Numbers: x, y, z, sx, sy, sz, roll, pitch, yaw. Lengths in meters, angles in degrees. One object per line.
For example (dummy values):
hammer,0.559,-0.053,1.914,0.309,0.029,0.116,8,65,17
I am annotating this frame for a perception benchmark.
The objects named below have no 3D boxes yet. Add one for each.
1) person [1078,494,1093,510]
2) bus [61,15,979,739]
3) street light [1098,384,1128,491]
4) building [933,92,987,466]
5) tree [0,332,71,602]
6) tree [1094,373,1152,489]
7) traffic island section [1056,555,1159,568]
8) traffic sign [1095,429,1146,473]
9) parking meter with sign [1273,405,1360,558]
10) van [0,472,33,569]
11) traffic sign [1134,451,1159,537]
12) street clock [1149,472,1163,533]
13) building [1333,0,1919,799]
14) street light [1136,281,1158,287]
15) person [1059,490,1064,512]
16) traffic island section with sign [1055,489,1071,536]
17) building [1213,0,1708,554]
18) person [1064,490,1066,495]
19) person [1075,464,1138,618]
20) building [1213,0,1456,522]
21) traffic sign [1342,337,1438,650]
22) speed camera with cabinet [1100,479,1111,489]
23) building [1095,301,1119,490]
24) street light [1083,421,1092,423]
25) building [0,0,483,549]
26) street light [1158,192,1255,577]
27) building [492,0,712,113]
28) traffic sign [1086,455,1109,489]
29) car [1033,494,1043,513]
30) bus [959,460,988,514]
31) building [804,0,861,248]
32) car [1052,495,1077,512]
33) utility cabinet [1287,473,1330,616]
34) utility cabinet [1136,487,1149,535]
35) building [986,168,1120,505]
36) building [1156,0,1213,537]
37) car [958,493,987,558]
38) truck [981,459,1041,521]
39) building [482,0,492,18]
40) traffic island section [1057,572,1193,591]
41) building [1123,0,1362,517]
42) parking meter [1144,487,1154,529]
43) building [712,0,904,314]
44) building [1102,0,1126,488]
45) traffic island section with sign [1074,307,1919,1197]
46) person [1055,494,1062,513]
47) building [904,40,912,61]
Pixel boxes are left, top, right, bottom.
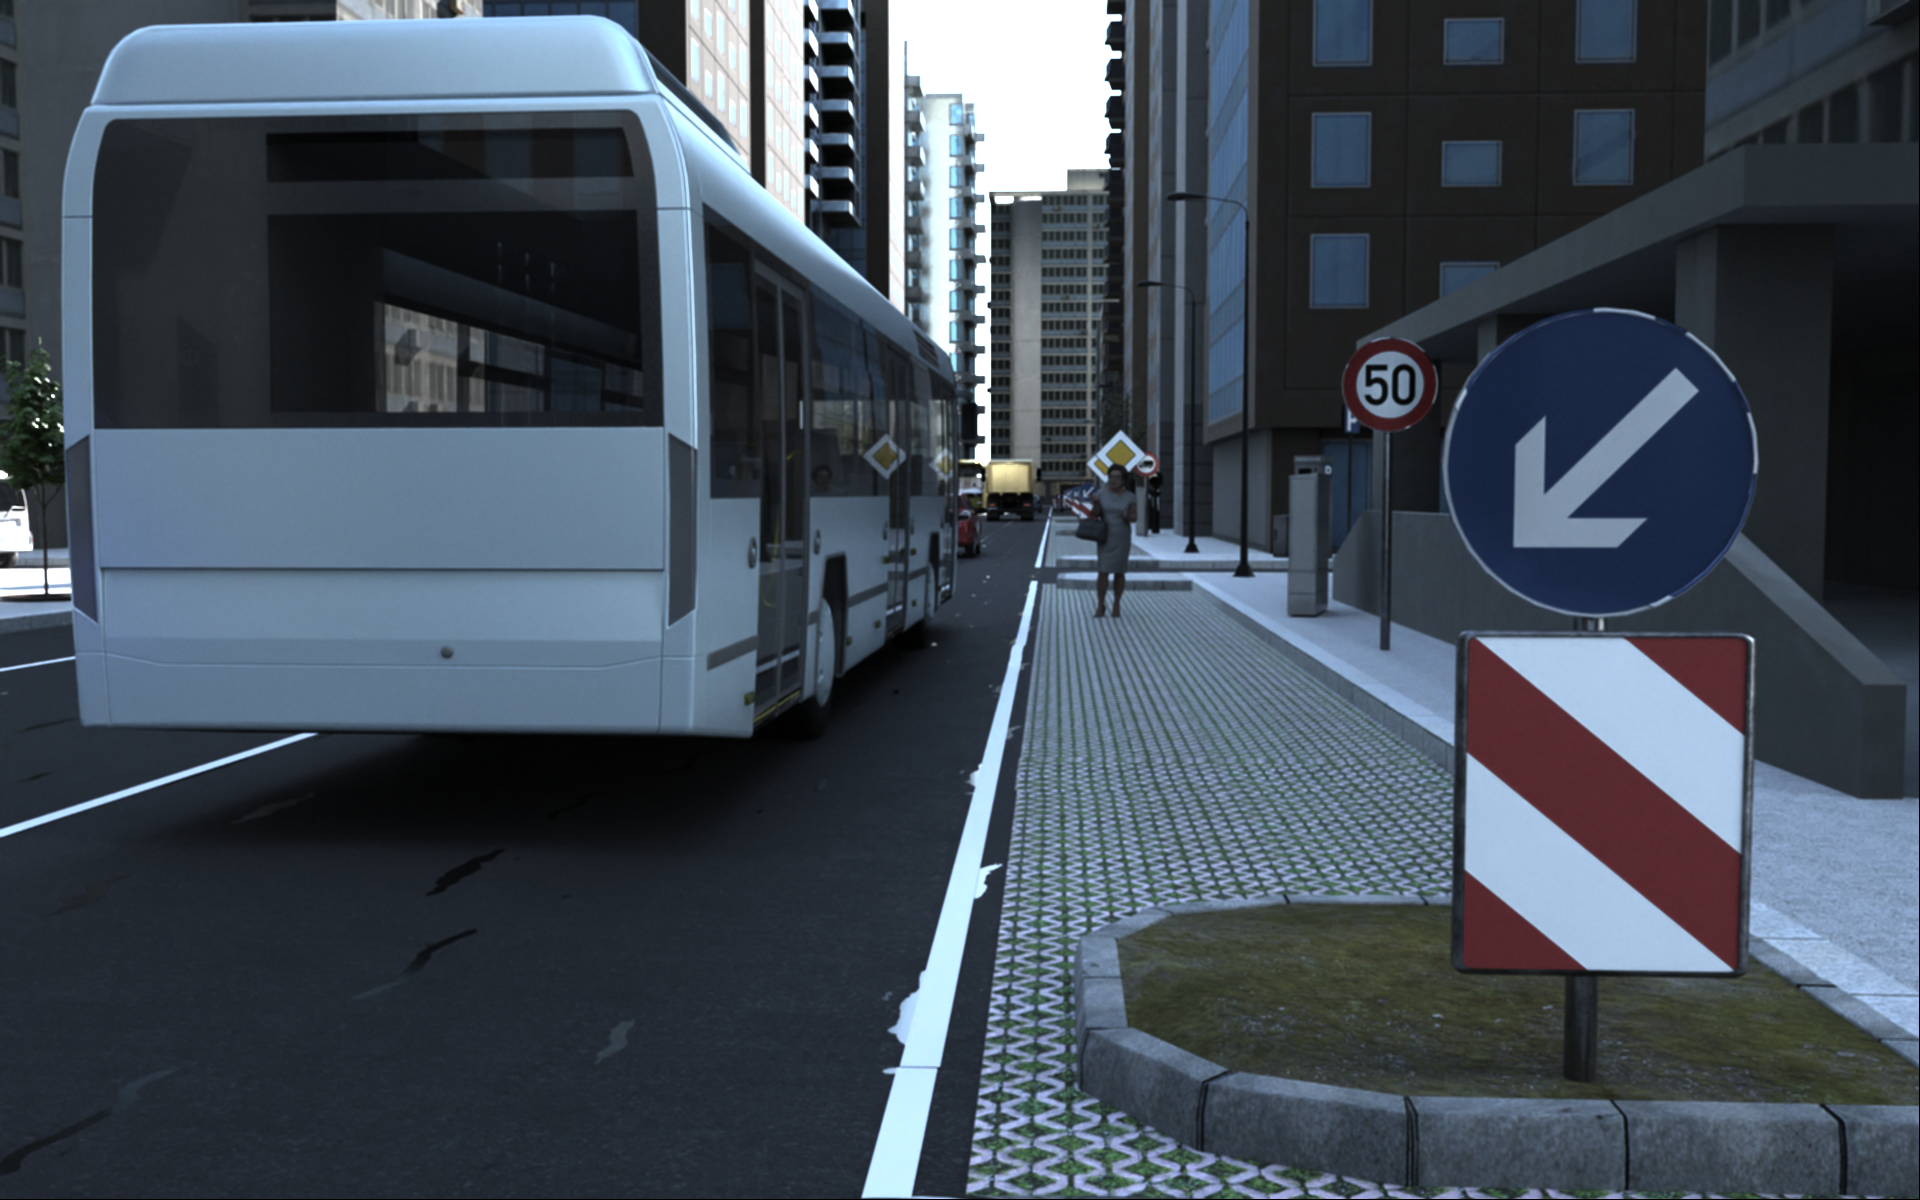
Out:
person,5.518,-4.101,75.908,0.716,1.782,0.532,1,4,16
bus,-1.747,-1.131,13.356,2.948,3.499,13.247,0,4,5
street light,6.529,-6.174,73.483,1.470,5.913,1.316,0,4,3
building,-11.998,-35.896,206.501,30.456,49.044,23.786,0,4,3
tree,-11.110,-1.603,20.816,1.663,3.219,1.824,0,3,0
tree,9.982,-9.429,104.522,4.360,8.622,3.978,0,3,0
traffic island section,2.950,-0.775,34.953,2.009,0.180,2.903,0,4,3
traffic sign,2.490,-1.423,26.904,0.795,2.450,0.064,0,4,3
parking meter with sign,7.082,-2.349,34.671,1.738,3.016,0.543,3,5,44
van,-19.104,-1.484,31.274,4.112,2.044,2.013,0,4,3
traffic sign,5.546,-3.152,51.648,0.768,2.556,0.104,0,4,7
street clock,6.391,-3.179,56.542,0.358,2.002,0.471,-2,4,-32
building,20.247,-19.585,12.094,32.217,40.220,23.993,0,4,3
street light,4.542,-3.995,37.852,1.470,5.913,1.316,0,4,3
person,7.830,-7.687,134.904,0.721,1.735,1.217,-1,4,-14
traffic island section with sign,4.322,-3.136,59.901,1.989,1.847,2.006,0,4,3
building,13.700,-23.963,41.898,14.200,45.320,14.600,0,4,3
person,9.350,-8.900,154.568,0.434,1.755,0.990,2,4,32
person,1.688,-0.679,19.964,0.716,1.782,0.532,0,4,7
building,17.511,-27.104,93.268,14.600,45.320,14.200,0,4,3
traffic sign,3.501,-0.861,14.189,0.768,2.556,0.104,0,4,5
speed camera with cabinet,8.926,-6.471,100.140,0.660,3.252,2.038,3,5,40
building,27.389,-19.835,169.338,27.650,21.520,28.899,0,4,3
street light,8.516,-8.395,109.795,1.470,5.913,1.316,0,4,3
building,-27.254,-21.785,48.061,32.217,40.220,23.993,0,4,3
street light,3.872,-3.317,26.779,1.470,5.913,1.316,0,4,3
building,-16.618,-27.348,97.254,14.600,45.320,14.200,0,4,3
traffic sign,2.926,-1.910,34.877,0.795,2.450,0.064,0,4,3
car,5.477,-7.480,134.295,2.014,1.417,4.499,0,4,2
bus,0.717,-8.305,127.334,2.896,3.916,12.252,0,4,3
building,-17.731,-49.678,124.903,22.319,86.520,31.000,0,4,3
car,8.523,-7.849,140.700,2.083,1.381,4.827,0,4,2
utility cabinet,3.728,-0.604,18.553,0.318,1.500,1.173,1,4,18
utility cabinet,5.663,-2.755,53.724,0.318,1.500,1.173,1,4,11
building,15.390,-31.629,209.018,23.993,40.220,32.217,0,4,3
building,17.929,-31.905,63.648,21.231,58.520,28.212,0,4,3
car,-0.458,-1.930,40.592,2.155,1.783,4.494,0,4,3
truck,2.801,-6.113,95.879,3.469,3.379,9.791,0,4,2
building,-17.136,-25.953,74.440,14.600,45.320,14.200,0,4,3
traffic island section,2.514,-0.287,26.980,2.009,0.180,2.903,0,4,3
building,18.390,-28.594,117.625,14.600,45.320,14.200,0,4,3
parking meter,6.863,-3.338,62.995,0.372,1.533,0.369,0,3,0
building,-12.264,-30.480,148.454,14.600,45.320,14.200,0,4,3
building,22.775,-29.662,139.602,22.147,44.769,28.867,0,4,3
traffic island section with sign,1.300,0.254,4.482,1.989,1.847,2.006,0,4,3
person,7.478,-7.337,131.678,0.599,1.433,0.991,-2,4,-31
building,-19.091,-33.948,174.657,30.456,49.044,23.786,0,4,3
